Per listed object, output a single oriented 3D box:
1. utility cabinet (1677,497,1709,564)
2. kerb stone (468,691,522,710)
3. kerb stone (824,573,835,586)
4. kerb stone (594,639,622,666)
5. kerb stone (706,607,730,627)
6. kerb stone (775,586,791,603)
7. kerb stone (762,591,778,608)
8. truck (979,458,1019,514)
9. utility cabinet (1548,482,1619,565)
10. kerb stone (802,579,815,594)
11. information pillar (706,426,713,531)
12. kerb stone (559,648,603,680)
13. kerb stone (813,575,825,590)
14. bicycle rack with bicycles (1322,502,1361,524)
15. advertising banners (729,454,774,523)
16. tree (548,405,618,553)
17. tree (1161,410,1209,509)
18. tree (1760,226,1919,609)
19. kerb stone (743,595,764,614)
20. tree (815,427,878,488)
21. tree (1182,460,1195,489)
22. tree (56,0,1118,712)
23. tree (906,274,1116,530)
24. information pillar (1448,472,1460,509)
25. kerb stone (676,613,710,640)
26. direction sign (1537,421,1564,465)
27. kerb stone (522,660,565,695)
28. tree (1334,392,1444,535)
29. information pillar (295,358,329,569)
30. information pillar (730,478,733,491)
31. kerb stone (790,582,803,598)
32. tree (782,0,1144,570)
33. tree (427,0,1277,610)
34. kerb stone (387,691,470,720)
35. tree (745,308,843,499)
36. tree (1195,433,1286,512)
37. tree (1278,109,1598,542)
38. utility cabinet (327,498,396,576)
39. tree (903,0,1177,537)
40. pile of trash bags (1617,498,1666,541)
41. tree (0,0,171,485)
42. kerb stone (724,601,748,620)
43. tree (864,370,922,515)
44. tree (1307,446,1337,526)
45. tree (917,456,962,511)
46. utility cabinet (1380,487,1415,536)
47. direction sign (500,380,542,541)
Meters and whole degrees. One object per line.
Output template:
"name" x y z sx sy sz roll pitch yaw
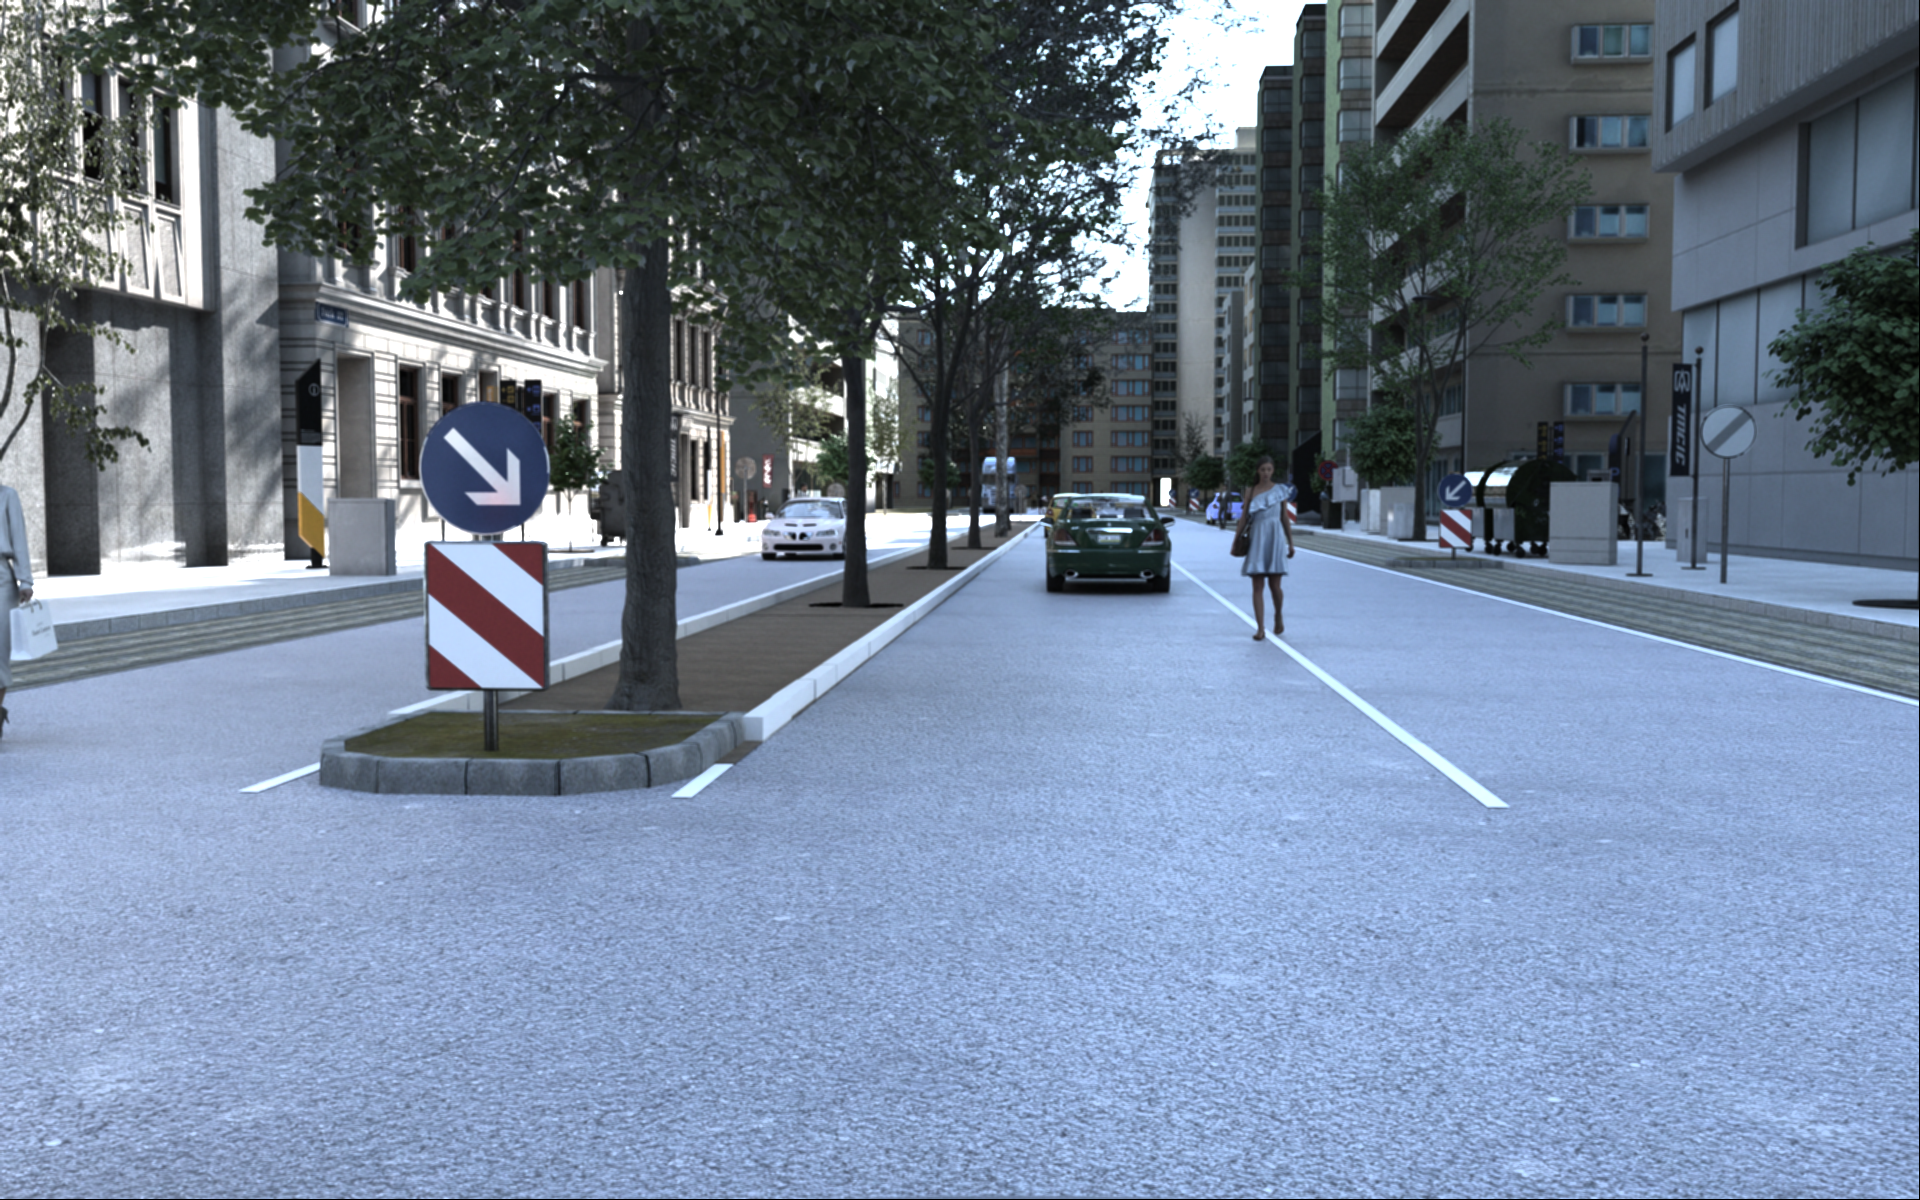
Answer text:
"utility cabinet" 13.702 -1.301 32.430 0.306 1.237 1.020 1 4 8
"kerb stone" -3.190 0.644 11.672 0.120 0.150 1.000 0 4 4
"kerb stone" -2.125 -0.294 27.000 0.120 0.150 1.000 0 4 4
"kerb stone" -2.977 0.455 14.753 0.120 0.150 1.000 0 4 4
"kerb stone" -2.696 0.210 18.838 0.120 0.150 1.000 0 4 4
"kerb stone" -2.411 -0.044 22.921 0.120 0.150 1.000 0 4 4
"kerb stone" -2.478 0.018 21.900 0.120 0.150 1.000 0 4 4
"truck" 3.303 -8.807 133.756 2.967 4.110 18.799 0 4 3
"utility cabinet" 11.334 -1.395 31.483 0.318 1.500 1.173 -3 5 -42
"kerb stone" -2.261 -0.169 24.960 0.120 0.150 1.000 0 4 4
"information pillar" -8.647 -4.182 59.733 0.183 3.616 0.504 0 4 -3
"kerb stone" -3.043 0.522 13.727 0.120 0.150 1.000 0 4 4
"kerb stone" -2.193 -0.231 25.980 0.120 0.150 1.000 0 4 4
"bicycle rack with bicycles" 16.772 -3.833 76.045 2.852 0.926 2.925 0 4 1
"advertising banners" -9.198 -4.898 76.266 2.074 3.025 0.090 0 4 2
"tree" -8.558 -2.639 37.752 1.663 3.219 1.824 0 3 0
"tree" 19.479 -12.083 147.923 4.360 8.622 3.978 0 3 0
"tree" 11.037 -2.207 19.796 4.285 4.588 4.351 0 3 0
"kerb stone" -2.550 0.081 20.878 0.120 0.150 1.000 0 4 4
"tree" -5.612 -6.176 84.685 4.285 4.588 4.351 0 3 0
"tree" 18.030 -8.746 126.713 4.285 4.588 4.351 0 3 0
"tree" -2.151 -5.565 11.576 7.486 12.596 7.792 0 3 0
"tree" 1.918 -8.015 67.914 8.767 10.594 7.601 0 4 4
"information pillar" 16.476 -3.262 57.825 0.304 2.012 0.304 2 4 30
"kerb stone" -2.763 0.268 17.817 0.120 0.150 1.000 0 4 4
"direction sign" 18.459 -3.805 54.202 0.379 3.537 0.876 -3 5 -44
"kerb stone" -3.123 0.581 12.698 0.120 0.150 1.000 0 4 4
"tree" 13.684 -4.376 55.269 4.285 4.588 4.351 0 3 0
"information pillar" -11.129 -2.344 29.687 0.183 3.616 0.504 2 4 30
"information pillar" -10.672 -4.625 80.106 0.304 2.012 0.304 -1 4 -16
"kerb stone" -2.341 -0.107 23.941 0.120 0.150 1.000 0 4 4
"tree" -0.321 -6.373 32.405 9.928 11.665 9.643 0 3 0
"tree" -1.292 -6.637 21.340 12.009 13.543 11.850 0 3 0
"kerb stone" -3.261 0.707 10.641 0.120 0.150 1.000 0 4 4
"tree" -6.562 -7.186 67.854 4.360 8.622 3.978 0 3 0
"tree" 15.619 -6.642 92.314 4.285 4.588 4.351 0 3 0
"tree" 12.640 -7.395 46.671 9.928 11.665 9.643 0 3 0
"utility cabinet" -9.427 -0.988 27.319 1.020 1.237 0.306 1 4 12
"tree" 0.209 -12.182 57.529 12.611 20.169 13.585 0 3 0
"pile of trash bags" 18.413 -2.386 48.766 1.912 1.369 3.447 -3 5 -41
"tree" -10.468 -4.171 18.553 4.360 8.622 3.978 0 3 0
"kerb stone" -2.621 0.143 19.857 0.120 0.150 1.000 0 4 4
"tree" -4.429 -9.390 103.894 4.737 8.622 4.395 0 3 0
"tree" 14.592 -4.605 69.897 1.663 3.219 1.824 0 3 0
"tree" -1.467 -10.175 150.082 4.285 4.588 4.351 0 3 0
"utility cabinet" 13.372 -2.684 52.560 1.173 1.500 0.318 2 4 32
"direction sign" -8.705 -2.594 34.414 0.876 3.537 0.379 1 4 11
